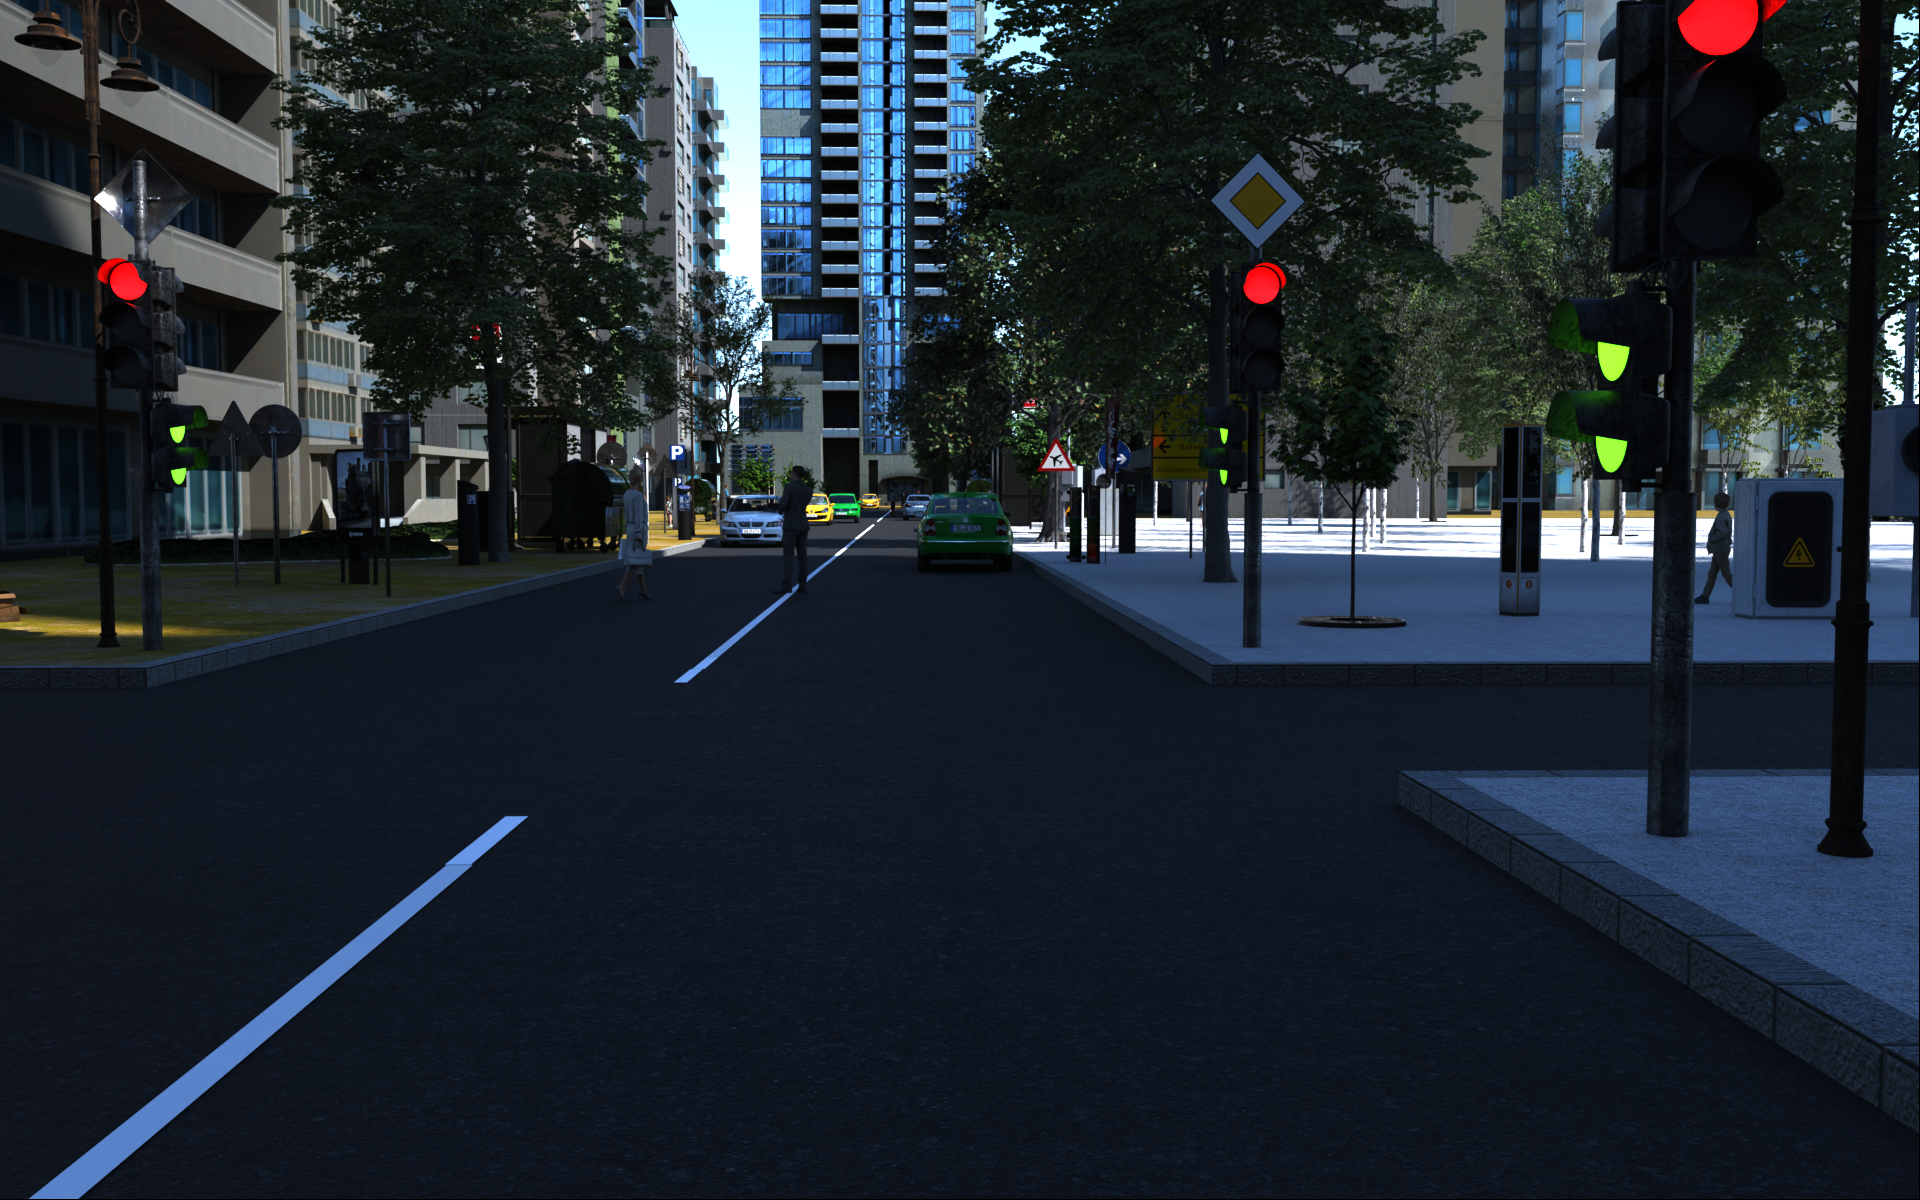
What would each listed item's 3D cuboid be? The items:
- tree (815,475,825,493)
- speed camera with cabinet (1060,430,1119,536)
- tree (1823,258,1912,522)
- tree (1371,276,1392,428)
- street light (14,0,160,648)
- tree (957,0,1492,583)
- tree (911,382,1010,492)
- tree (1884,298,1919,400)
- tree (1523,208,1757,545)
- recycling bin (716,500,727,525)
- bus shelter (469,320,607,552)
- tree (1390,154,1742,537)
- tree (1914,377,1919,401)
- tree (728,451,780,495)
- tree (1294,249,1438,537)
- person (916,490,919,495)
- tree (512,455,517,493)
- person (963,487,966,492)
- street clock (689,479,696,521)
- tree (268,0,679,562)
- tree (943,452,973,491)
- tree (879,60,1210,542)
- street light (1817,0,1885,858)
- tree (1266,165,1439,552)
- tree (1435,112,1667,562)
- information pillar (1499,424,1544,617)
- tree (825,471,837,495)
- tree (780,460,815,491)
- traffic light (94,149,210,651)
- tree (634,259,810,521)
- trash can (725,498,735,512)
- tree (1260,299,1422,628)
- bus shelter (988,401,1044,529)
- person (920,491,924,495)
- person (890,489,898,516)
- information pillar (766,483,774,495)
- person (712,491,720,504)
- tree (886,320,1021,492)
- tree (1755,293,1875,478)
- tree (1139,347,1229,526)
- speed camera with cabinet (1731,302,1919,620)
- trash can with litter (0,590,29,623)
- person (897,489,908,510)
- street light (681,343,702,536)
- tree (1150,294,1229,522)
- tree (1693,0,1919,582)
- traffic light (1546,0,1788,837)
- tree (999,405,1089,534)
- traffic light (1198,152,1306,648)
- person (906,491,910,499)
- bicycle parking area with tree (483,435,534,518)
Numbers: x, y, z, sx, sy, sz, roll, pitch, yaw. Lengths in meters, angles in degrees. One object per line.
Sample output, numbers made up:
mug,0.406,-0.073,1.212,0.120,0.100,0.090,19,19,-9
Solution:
tree,-9.963,-7.220,112.653,1.663,3.219,1.824,0,3,0
speed camera with cabinet,4.044,-3.605,53.282,2.038,3.252,0.660,1,4,21
tree,50.241,-11.117,83.583,18.604,14.587,13.155,-1,4,-13
tree,21.853,-9.416,79.707,9.928,11.665,9.643,0,3,0
street light,-7.152,-2.543,14.371,0.468,5.910,1.993,0,4,-2
tree,3.635,-6.508,24.525,7.486,12.596,7.792,0,3,0
tree,0.322,-14.043,136.260,9.857,13.997,8.962,0,3,0
tree,28.536,-6.003,48.518,4.360,8.622,3.978,0,3,0
tree,16.509,-5.698,43.518,4.737,8.622,4.395,0,3,0
recycling bin,-9.773,-3.685,72.808,0.722,1.027,0.722,2,4,23
bus shelter,-10.297,-3.979,42.692,2.179,5.291,8.768,0,4,-2
tree,19.983,-7.742,52.331,9.928,11.665,9.643,0,3,0
tree,25.365,-6.408,39.189,8.767,10.594,7.601,-2,4,-27
tree,-9.776,-5.286,81.029,1.663,3.219,1.824,0,3,0
tree,12.106,-6.188,51.542,4.737,8.622,4.395,0,3,0
person,-3.619,-9.000,156.180,0.750,1.759,0.617,0,4,5
tree,-18.097,-4.663,70.834,1.663,3.219,1.824,0,3,0
person,0.418,-6.459,112.353,0.721,1.736,1.217,-2,4,-25
street clock,-12.572,-4.705,81.496,0.358,2.002,0.471,-3,4,-37
tree,-9.174,-6.991,32.431,7.486,12.596,7.792,0,3,0
tree,-0.037,-12.361,152.458,4.737,8.622,4.395,0,3,0
tree,2.609,-7.895,46.085,9.611,12.733,9.660,0,3,0
street light,3.166,-2.032,6.016,0.468,5.910,1.993,0,4,-2
tree,9.030,-5.360,38.006,4.360,8.622,3.978,0,3,0
tree,11.860,-5.037,32.712,4.360,8.622,3.978,0,3,0
information pillar,5.908,-0.841,18.238,0.304,2.012,0.304,-1,4,-22
tree,-10.513,-8.889,139.938,1.663,3.219,1.824,0,3,0
tree,-9.373,-6.301,97.623,1.663,3.219,1.824,0,3,0
traffic light,-6.628,-1.543,14.141,0.839,4.253,0.868,0,4,-2
tree,-9.826,-8.271,69.641,8.767,10.594,7.601,2,4,34
trash can,-8.771,-3.406,67.350,0.748,1.137,0.748,0,3,0
tree,3.964,-1.372,17.033,1.663,3.219,1.824,0,3,0
bus shelter,2.158,-5.478,67.190,2.179,5.291,8.768,0,4,-2
person,-3.479,-9.361,162.279,1.217,1.735,0.721,-2,4,-33
person,-4.235,-6.239,111.297,0.721,1.735,1.217,1,4,14
information pillar,-9.188,-4.860,83.958,0.304,2.012,0.304,-2,4,-31
person,-17.235,-7.046,121.249,1.348,1.824,0.705,-1,4,-9
tree,-0.020,-12.750,118.826,12.009,13.543,11.850,0,3,0
tree,28.112,-6.604,58.337,4.737,8.622,4.395,0,3,0
tree,8.825,-6.871,62.701,4.360,8.622,3.978,0,3,0
speed camera with cabinet,9.128,-1.437,17.831,2.038,3.252,0.660,0,4,3
trash can with litter,-9.853,-0.351,17.126,0.624,1.170,1.055,1,4,21
person,-5.018,-8.907,153.763,1.348,1.869,0.705,-1,4,-21
street light,-8.243,-4.924,53.294,0.468,5.910,1.993,0,4,-2
tree,10.890,-8.896,79.857,7.601,10.594,8.767,-2,4,-29
tree,13.549,-6.550,25.220,7.486,12.596,7.792,0,3,0
traffic light,2.654,-1.071,6.430,0.839,4.253,0.868,0,4,-2
tree,2.840,-4.453,56.523,4.285,4.588,4.351,0,3,0
traffic light,2.429,-1.559,14.412,0.839,4.253,0.868,0,4,-2
person,-4.965,-9.566,165.819,0.530,1.710,0.541,-3,4,-38
bicycle parking area with tree,-21.689,-5.856,82.754,9.016,4.147,8.231,-2,4,-25
